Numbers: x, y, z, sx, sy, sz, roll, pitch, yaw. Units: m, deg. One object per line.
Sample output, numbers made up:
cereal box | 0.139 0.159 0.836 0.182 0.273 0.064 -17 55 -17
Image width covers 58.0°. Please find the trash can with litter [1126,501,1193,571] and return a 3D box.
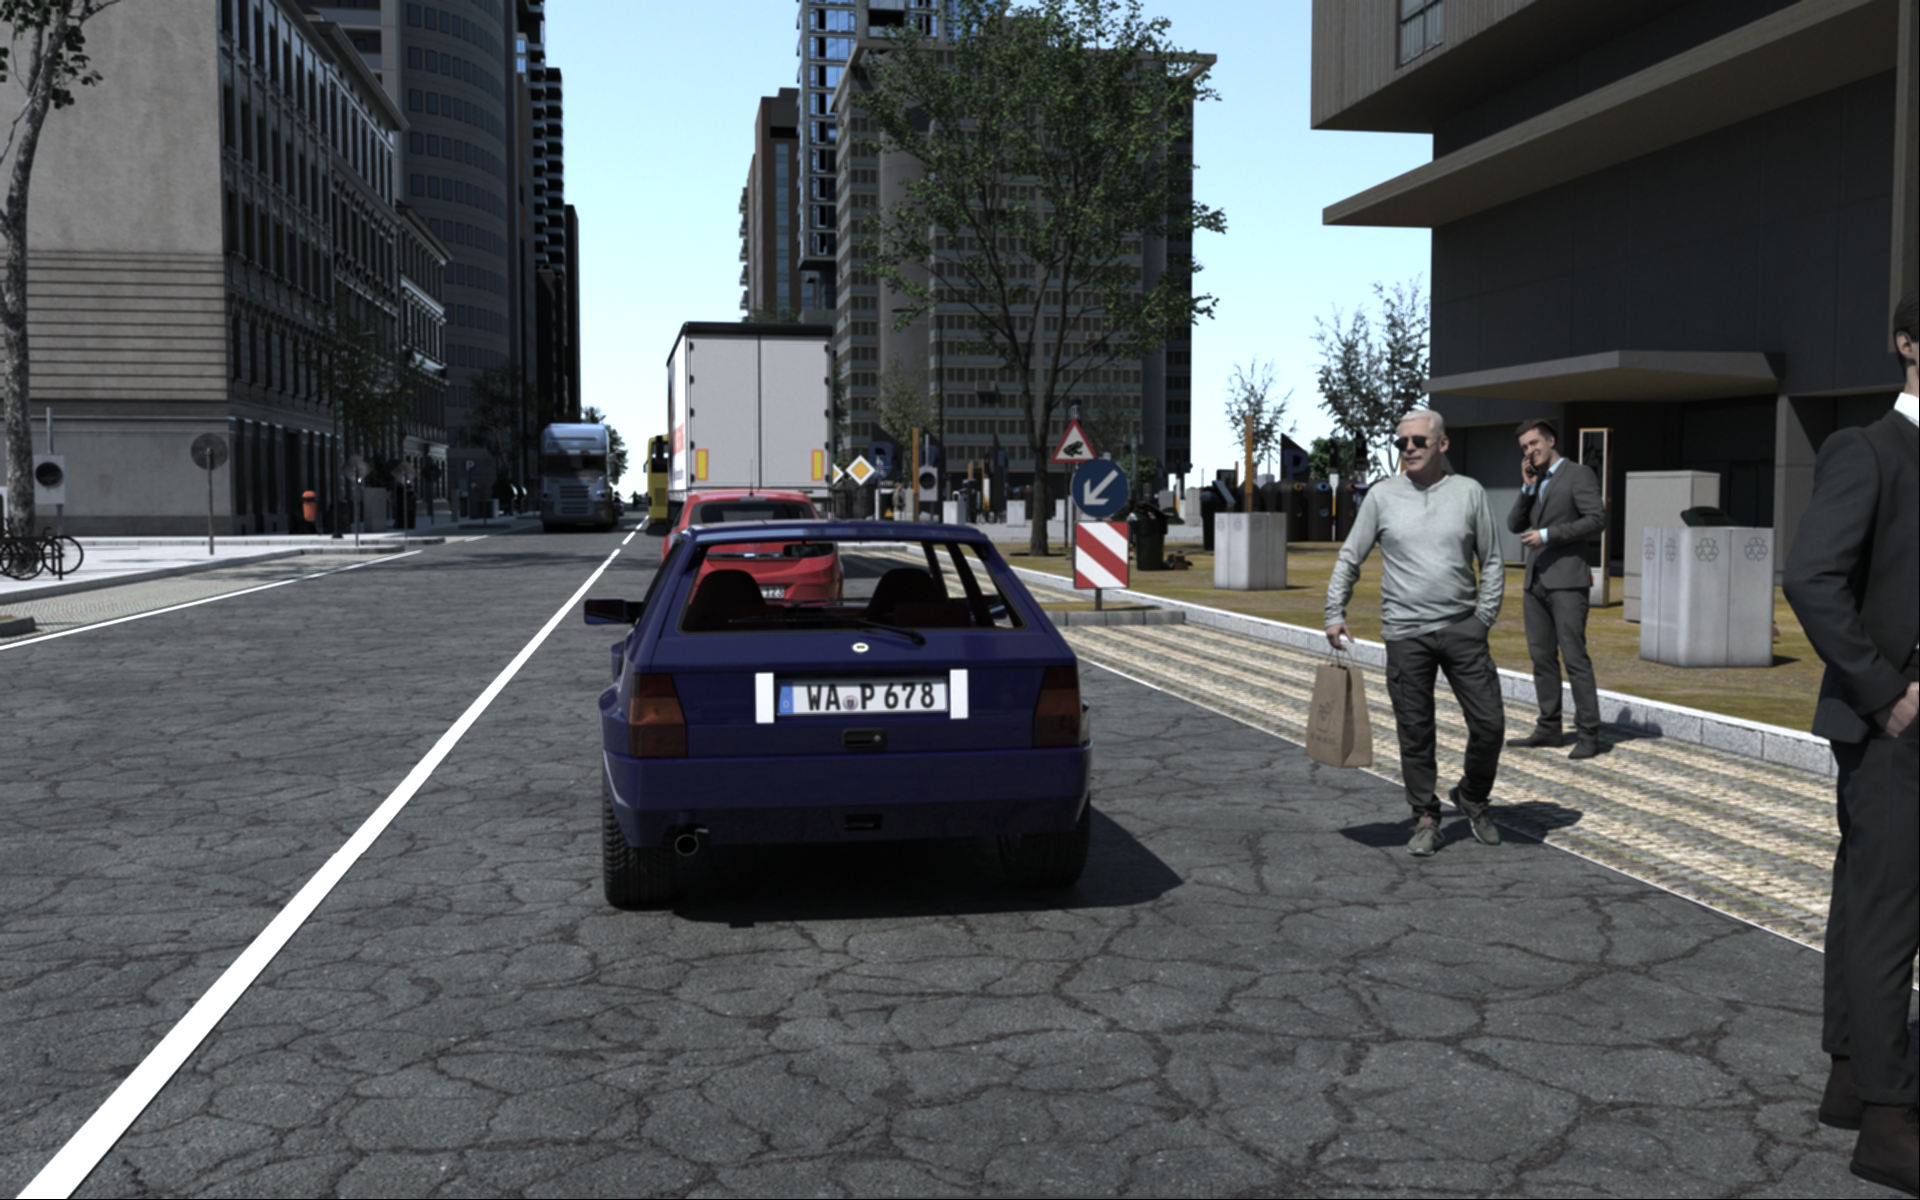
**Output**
trash can with litter | 3.369 -1.088 29.181 1.055 1.170 0.624 -2 4 -29

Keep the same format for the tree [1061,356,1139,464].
tree | 7.649 -8.639 91.613 4.360 8.622 3.978 0 3 0

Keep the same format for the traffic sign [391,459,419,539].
traffic sign | -15.988 -2.831 49.937 0.795 2.450 0.064 -1 4 -10

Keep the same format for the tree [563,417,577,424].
tree | -37.815 -13.271 167.335 4.360 8.622 3.978 0 3 0

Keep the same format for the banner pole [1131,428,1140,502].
banner pole | 6.598 -4.594 65.124 0.401 3.779 0.863 2 4 31

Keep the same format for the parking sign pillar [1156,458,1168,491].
parking sign pillar | 15.224 -8.678 130.357 1.447 3.967 1.447 2 4 32

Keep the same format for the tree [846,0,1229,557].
tree | 1.569 -6.702 35.341 9.928 11.665 9.643 0 3 0

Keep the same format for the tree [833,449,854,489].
tree | -4.840 -4.652 70.668 1.663 3.219 1.824 0 3 0

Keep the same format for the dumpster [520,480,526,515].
dumpster | -28.061 -6.497 108.725 1.502 2.255 1.985 -1 4 -10

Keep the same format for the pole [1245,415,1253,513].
pole | 7.483 -3.122 44.880 0.158 3.312 0.155 0 3 0

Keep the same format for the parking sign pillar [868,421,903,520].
parking sign pillar | -2.765 -4.613 63.889 1.447 3.967 1.447 2 4 33

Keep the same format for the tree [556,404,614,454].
tree | -43.337 -16.677 198.424 9.928 11.665 9.643 0 3 0

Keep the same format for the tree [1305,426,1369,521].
tree | 18.140 -6.139 84.094 4.285 4.588 4.351 0 3 0

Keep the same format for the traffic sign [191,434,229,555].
traffic sign | -15.807 -2.227 36.510 0.768 2.556 0.104 0 4 -5

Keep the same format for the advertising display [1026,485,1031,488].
advertising display | 4.865 -7.182 122.635 0.123 1.923 0.974 -1 4 -11

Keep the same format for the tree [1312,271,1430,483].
tree | 14.414 -6.576 57.887 4.360 8.622 3.978 0 3 0

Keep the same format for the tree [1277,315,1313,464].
tree | 15.129 -7.076 66.057 4.360 8.622 3.978 0 3 0

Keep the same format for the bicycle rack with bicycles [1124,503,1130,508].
bicycle rack with bicycles | 10.269 -6.514 119.888 2.852 0.926 2.925 -1 4 -23

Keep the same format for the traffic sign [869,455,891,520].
traffic sign | -2.617 -3.442 56.375 0.768 2.556 0.104 0 4 -7

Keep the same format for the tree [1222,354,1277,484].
tree | 15.687 -8.653 91.836 4.360 8.622 3.978 0 3 0

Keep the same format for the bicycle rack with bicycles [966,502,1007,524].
bicycle rack with bicycles | 1.048 -3.749 74.682 2.852 0.926 2.925 -1 4 -21

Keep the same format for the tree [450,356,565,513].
tree | -30.210 -11.111 116.085 8.767 10.594 7.601 1 4 14

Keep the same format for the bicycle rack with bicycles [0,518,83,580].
bicycle rack with bicycles | -14.780 -0.776 26.071 2.925 0.926 2.852 -2 4 -29

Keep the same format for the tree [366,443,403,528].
tree | -21.886 -4.339 65.551 1.663 3.219 1.824 0 3 0

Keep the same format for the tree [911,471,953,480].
tree | -1.431 -5.043 77.053 1.663 3.219 1.824 0 3 0

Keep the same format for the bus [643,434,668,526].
bus | -11.209 -4.753 69.252 2.896 3.916 12.252 -1 4 -10

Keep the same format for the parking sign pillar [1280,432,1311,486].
parking sign pillar | 14.706 -5.349 75.922 1.447 3.967 1.447 -1 4 -19

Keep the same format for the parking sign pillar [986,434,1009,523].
parking sign pillar | 1.859 -5.498 78.357 1.447 3.967 1.447 1 4 15

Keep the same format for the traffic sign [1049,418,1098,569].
traffic sign | 1.943 -1.808 29.558 0.884 2.594 0.081 0 4 -7

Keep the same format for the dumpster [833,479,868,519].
dumpster | -4.141 -3.699 66.235 1.264 1.857 1.865 -1 4 -10

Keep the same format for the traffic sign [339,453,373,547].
traffic sign | -14.660 -2.350 42.063 0.795 2.450 0.064 -1 4 -10

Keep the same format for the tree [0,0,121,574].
tree | -16.542 -10.527 28.007 12.611 20.169 13.585 0 3 0

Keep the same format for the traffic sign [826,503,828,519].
traffic sign | -5.658 -4.498 73.646 0.768 2.556 0.104 -1 4 -9

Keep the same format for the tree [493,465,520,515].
tree | -27.693 -6.736 104.742 1.663 3.219 1.824 0 3 0

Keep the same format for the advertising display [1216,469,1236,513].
advertising display | 6.924 -2.438 45.082 0.123 1.923 0.974 2 4 33

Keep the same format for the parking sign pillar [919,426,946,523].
parking sign pillar | -1.121 -4.887 68.369 1.447 3.967 1.447 -3 5 -40

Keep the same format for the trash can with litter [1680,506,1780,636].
trash can with litter | 6.835 -0.239 15.295 0.624 1.170 1.055 -1 4 -12

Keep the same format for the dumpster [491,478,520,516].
dumpster | -26.851 -6.070 101.732 1.502 2.255 1.985 -1 4 -10

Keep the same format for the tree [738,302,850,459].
tree | -11.455 -12.710 114.463 9.857 13.997 8.962 0 3 0

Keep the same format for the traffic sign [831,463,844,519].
traffic sign | -3.861 -2.955 51.954 0.795 2.450 0.064 -1 4 -10

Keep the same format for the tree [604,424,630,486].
tree | -56.606 -22.039 278.462 7.486 12.596 7.792 0 3 0

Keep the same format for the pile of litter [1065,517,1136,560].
pile of litter | 2.920 -1.223 33.959 1.719 0.858 1.176 0 4 3

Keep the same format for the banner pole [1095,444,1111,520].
banner pole | 7.191 -5.913 86.701 0.863 3.779 0.401 1 4 20

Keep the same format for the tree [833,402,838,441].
tree | -9.649 -9.448 104.843 4.360 8.622 3.978 0 3 0

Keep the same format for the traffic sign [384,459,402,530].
traffic sign | -20.358 -3.812 62.431 0.768 2.556 0.104 0 3 0

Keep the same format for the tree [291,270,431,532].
tree | -19.960 -6.579 57.927 4.737 8.622 4.395 0 3 0

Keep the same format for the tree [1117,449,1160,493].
tree | 12.764 -8.641 124.997 4.285 4.588 4.351 0 3 0

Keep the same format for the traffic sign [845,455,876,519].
traffic sign | -2.533 -2.473 44.080 0.795 2.450 0.064 -1 4 -10

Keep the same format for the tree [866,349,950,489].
tree | -2.736 -8.480 89.013 4.737 8.622 4.395 0 3 0

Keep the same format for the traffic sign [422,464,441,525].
traffic sign | -22.114 -4.430 72.537 0.768 2.556 0.104 0 4 -5
